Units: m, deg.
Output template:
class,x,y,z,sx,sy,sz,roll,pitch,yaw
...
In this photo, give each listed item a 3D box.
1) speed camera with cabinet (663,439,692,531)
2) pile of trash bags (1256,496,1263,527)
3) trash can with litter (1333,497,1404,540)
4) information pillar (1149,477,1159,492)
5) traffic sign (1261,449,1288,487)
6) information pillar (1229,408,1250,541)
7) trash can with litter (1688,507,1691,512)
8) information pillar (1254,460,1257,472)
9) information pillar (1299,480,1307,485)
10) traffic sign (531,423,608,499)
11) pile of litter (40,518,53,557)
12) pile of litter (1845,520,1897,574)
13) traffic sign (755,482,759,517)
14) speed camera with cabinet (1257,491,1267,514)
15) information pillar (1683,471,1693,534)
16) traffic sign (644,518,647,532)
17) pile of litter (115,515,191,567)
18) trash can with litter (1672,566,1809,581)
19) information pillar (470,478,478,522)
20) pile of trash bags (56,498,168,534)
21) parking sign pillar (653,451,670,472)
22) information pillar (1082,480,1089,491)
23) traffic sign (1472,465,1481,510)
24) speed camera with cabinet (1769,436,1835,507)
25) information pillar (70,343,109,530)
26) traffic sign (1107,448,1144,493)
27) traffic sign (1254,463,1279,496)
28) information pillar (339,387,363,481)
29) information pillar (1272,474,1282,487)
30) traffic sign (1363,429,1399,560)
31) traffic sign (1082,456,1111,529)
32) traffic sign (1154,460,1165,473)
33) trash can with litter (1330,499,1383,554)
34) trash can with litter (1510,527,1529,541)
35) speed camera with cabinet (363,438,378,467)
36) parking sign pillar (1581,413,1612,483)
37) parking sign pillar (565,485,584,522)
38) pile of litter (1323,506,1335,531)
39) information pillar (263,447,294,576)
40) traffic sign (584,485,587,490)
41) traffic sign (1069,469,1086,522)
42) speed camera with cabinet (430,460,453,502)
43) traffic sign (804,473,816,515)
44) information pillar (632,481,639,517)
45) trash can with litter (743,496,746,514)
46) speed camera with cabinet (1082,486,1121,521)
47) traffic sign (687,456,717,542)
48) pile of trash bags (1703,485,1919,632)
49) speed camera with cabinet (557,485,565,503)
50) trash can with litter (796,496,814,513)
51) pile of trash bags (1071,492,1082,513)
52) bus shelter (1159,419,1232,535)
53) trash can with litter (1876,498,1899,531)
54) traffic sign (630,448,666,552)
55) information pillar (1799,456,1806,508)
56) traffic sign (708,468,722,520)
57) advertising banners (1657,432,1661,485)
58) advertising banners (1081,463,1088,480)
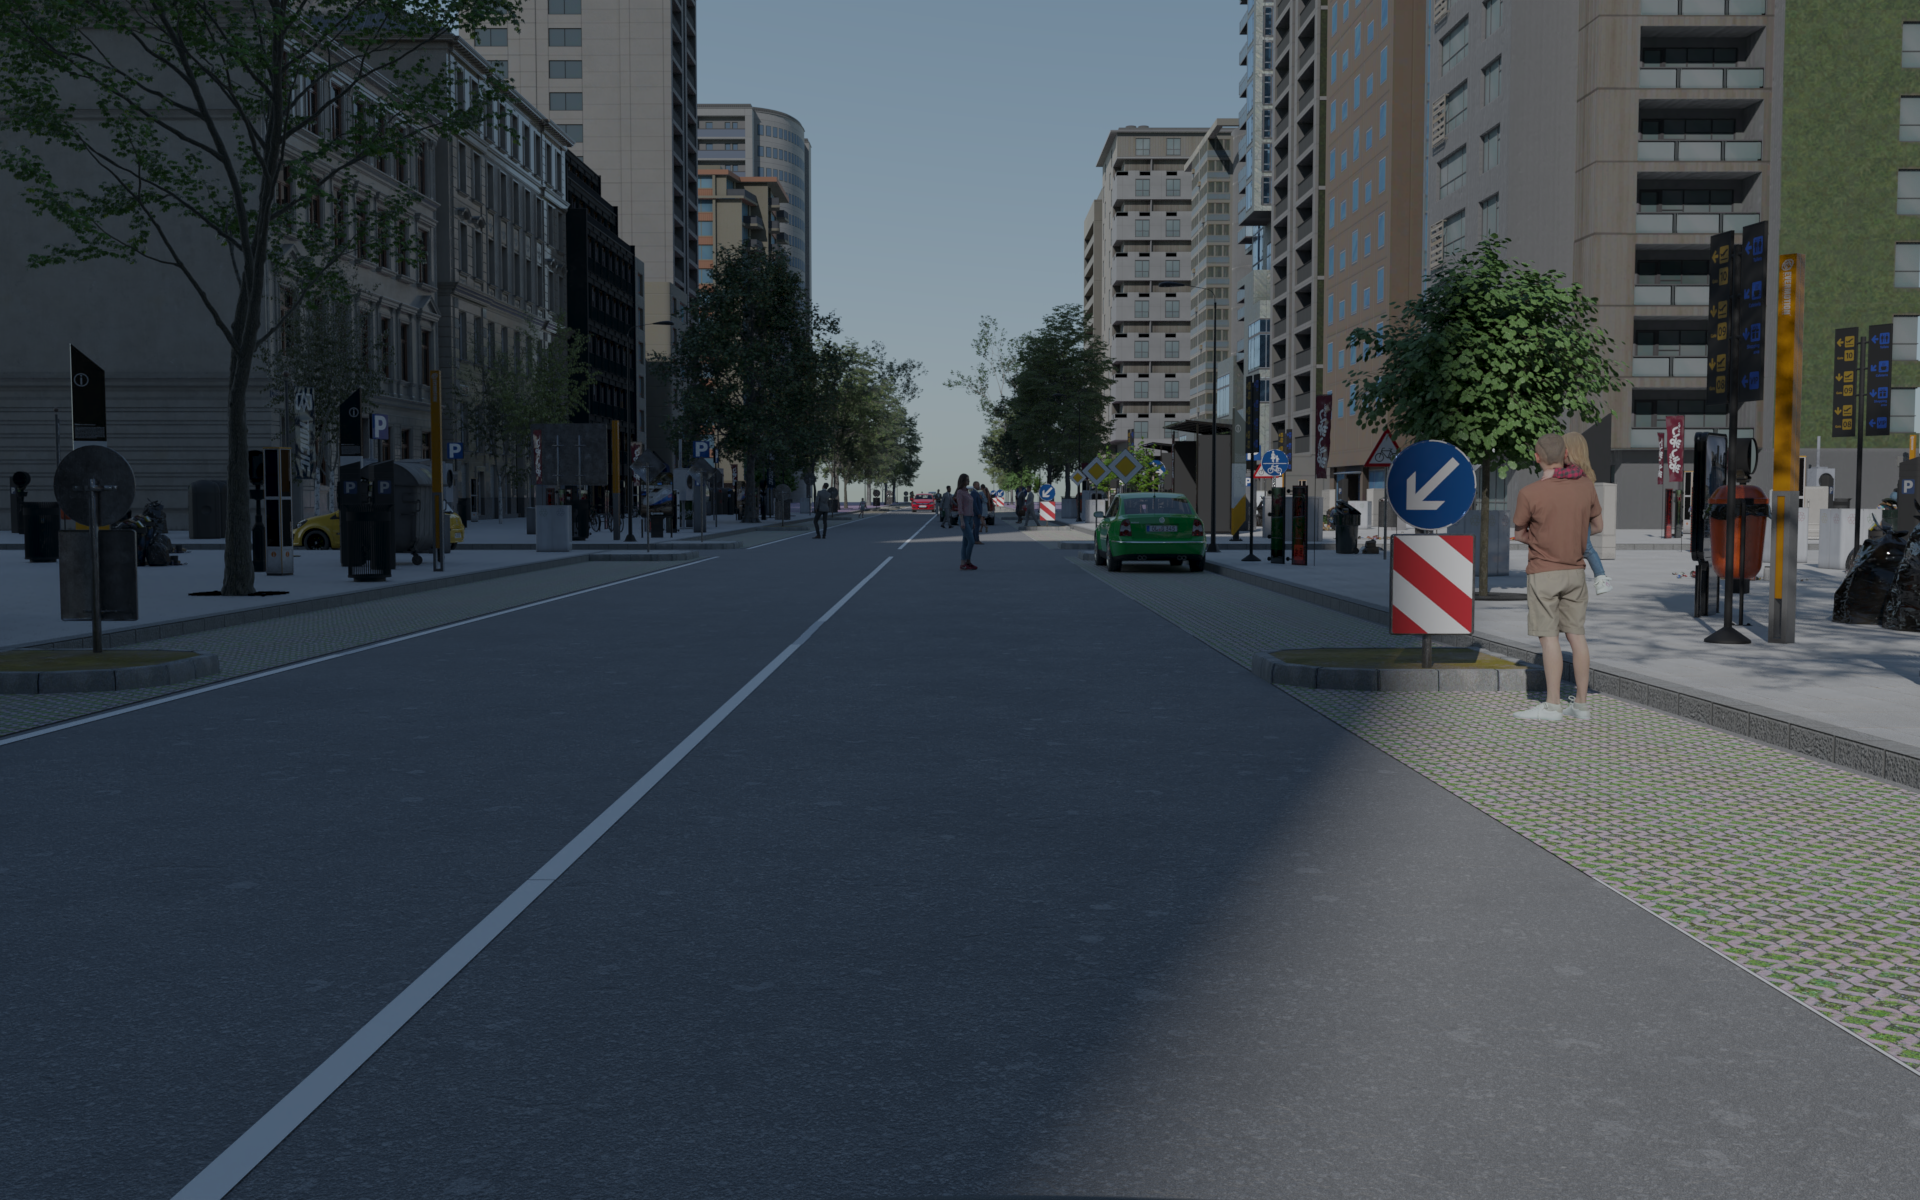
class,x,y,z,sx,sy,sz,roll,pitch,yaw
speed camera with cabinet,-10.200,-4.125,61.781,0.660,3.252,2.038,2,4,25
pile of trash bags,11.985,-3.602,68.643,3.447,1.369,1.912,1,4,22
trash can with litter,11.766,-2.334,49.215,2.233,1.210,1.678,1,4,19
information pillar,6.602,-3.354,59.332,0.304,2.012,0.304,-3,5,-44
traffic sign,8.954,-3.011,49.332,0.768,2.556,0.104,0,4,6
information pillar,7.582,-3.411,47.130,0.504,3.616,0.183,-3,4,-38
trash can with litter,20.750,-2.232,47.879,1.055,1.170,0.624,0,4,4
information pillar,13.064,-5.275,77.593,0.504,3.616,0.183,2,4,25
information pillar,17.884,-5.259,90.475,0.304,2.012,0.304,-1,4,-22
traffic sign,-11.268,-3.428,49.920,2.265,3.308,0.079,0,4,6
pile of litter,-18.242,-1.294,35.120,1.176,0.858,1.719,-1,4,-23
pile of litter,15.128,-0.859,28.015,1.719,0.858,1.176,0,4,3
traffic sign,-11.069,-5.804,94.896,0.884,2.594,0.081,0,4,7
speed camera with cabinet,14.363,-5.663,86.928,2.038,3.252,0.660,0,4,6
information pillar,23.324,-3.106,55.276,0.304,2.012,0.304,-2,4,-27
traffic sign,-10.683,-3.587,58.748,0.768,2.556,0.104,0,4,2
pile of litter,-14.764,-1.035,30.894,1.719,0.858,1.176,-1,4,-9
trash can with litter,11.709,-0.941,26.438,1.678,1.210,2.233,0,4,-4
information pillar,-22.262,-4.580,79.372,0.304,2.012,0.304,-1,4,-9
pile of trash bags,-27.511,-2.847,56.299,3.447,1.369,1.912,-1,4,-12
parking sign pillar,-18.673,-7.345,108.566,1.447,3.967,1.447,2,4,29
information pillar,6.544,-5.252,90.357,0.304,2.012,0.304,2,4,25
traffic sign,8.519,-1.686,28.749,0.795,2.450,0.064,0,4,4
speed camera with cabinet,28.656,-3.951,58.927,2.038,3.252,0.660,0,4,-8
information pillar,-13.633,-2.188,27.124,0.504,3.616,0.183,-2,4,-30
traffic sign,3.631,-2.106,38.072,0.795,2.450,0.064,0,3,0
traffic sign,10.177,-3.532,57.746,0.884,2.594,0.081,0,4,8
information pillar,-13.304,-2.848,37.927,0.504,3.616,0.183,0,4,2
information pillar,15.516,-5.705,84.625,0.504,3.616,0.183,-1,4,-10
traffic sign,8.315,-2.068,33.814,0.884,2.594,0.081,0,4,6
traffic sign,3.626,-2.594,46.057,0.795,2.450,0.064,0,3,0
traffic sign,7.312,-3.967,64.964,0.768,2.556,0.104,0,4,2
trash can with litter,8.530,-1.580,37.226,1.055,1.170,0.624,0,4,-7
trash can with litter,15.691,-2.198,46.989,1.678,1.210,2.233,-3,5,-42
speed camera with cabinet,-15.962,-3.162,46.033,0.660,3.252,2.038,-2,4,-30
parking sign pillar,20.989,-4.237,57.748,1.447,3.967,1.447,-1,4,-12
parking sign pillar,-17.514,-5.521,78.747,1.447,3.967,1.447,1,4,12
pile of litter,12.810,-2.859,60.709,1.719,0.858,1.176,-3,4,-36
information pillar,-10.719,-1.391,27.241,0.304,2.012,0.304,1,4,15
traffic sign,-11.910,-3.362,55.072,0.768,2.556,0.104,0,4,6
traffic sign,5.392,-4.781,79.350,0.795,2.450,0.064,1,4,9
speed camera with cabinet,-14.799,-3.322,48.657,0.660,3.252,2.038,0,3,0
traffic sign,-9.014,-6.357,104.042,0.768,2.556,0.104,0,4,4
information pillar,-18.144,-5.648,96.838,0.304,2.012,0.304,0,4,-2
trash can with litter,-12.511,-5.400,99.684,0.624,1.170,1.055,-2,4,-31
speed camera with cabinet,6.772,-5.405,82.707,2.038,3.252,0.660,-3,4,-37
traffic sign,-6.869,-2.595,46.071,0.795,2.450,0.064,0,3,0
pile of trash bags,9.047,-0.430,16.778,3.447,1.369,1.912,1,4,13
speed camera with cabinet,-20.880,-5.869,90.289,0.660,3.252,2.038,2,4,33
trash can with litter,-10.378,-6.564,118.376,1.678,1.210,2.233,0,4,-4
pile of trash bags,8.111,-6.600,117.661,1.912,1.369,3.447,0,4,-6
bus shelter,7.948,-4.057,57.616,1.731,3.624,6.357,0,3,0
trash can with litter,26.418,-2.292,48.856,1.055,1.170,0.624,-1,4,-22
traffic sign,-6.863,-2.107,38.086,0.795,2.450,0.064,0,3,0
information pillar,16.068,-1.769,33.416,0.304,2.012,0.304,0,4,-6
traffic sign,-12.007,-5.161,84.483,0.768,2.556,0.104,0,4,8
advertising banners,20.403,-3.279,49.796,0.090,3.025,2.074,3,5,43
advertising banners,7.507,-6.110,96.089,0.090,3.025,2.074,-3,5,-45
